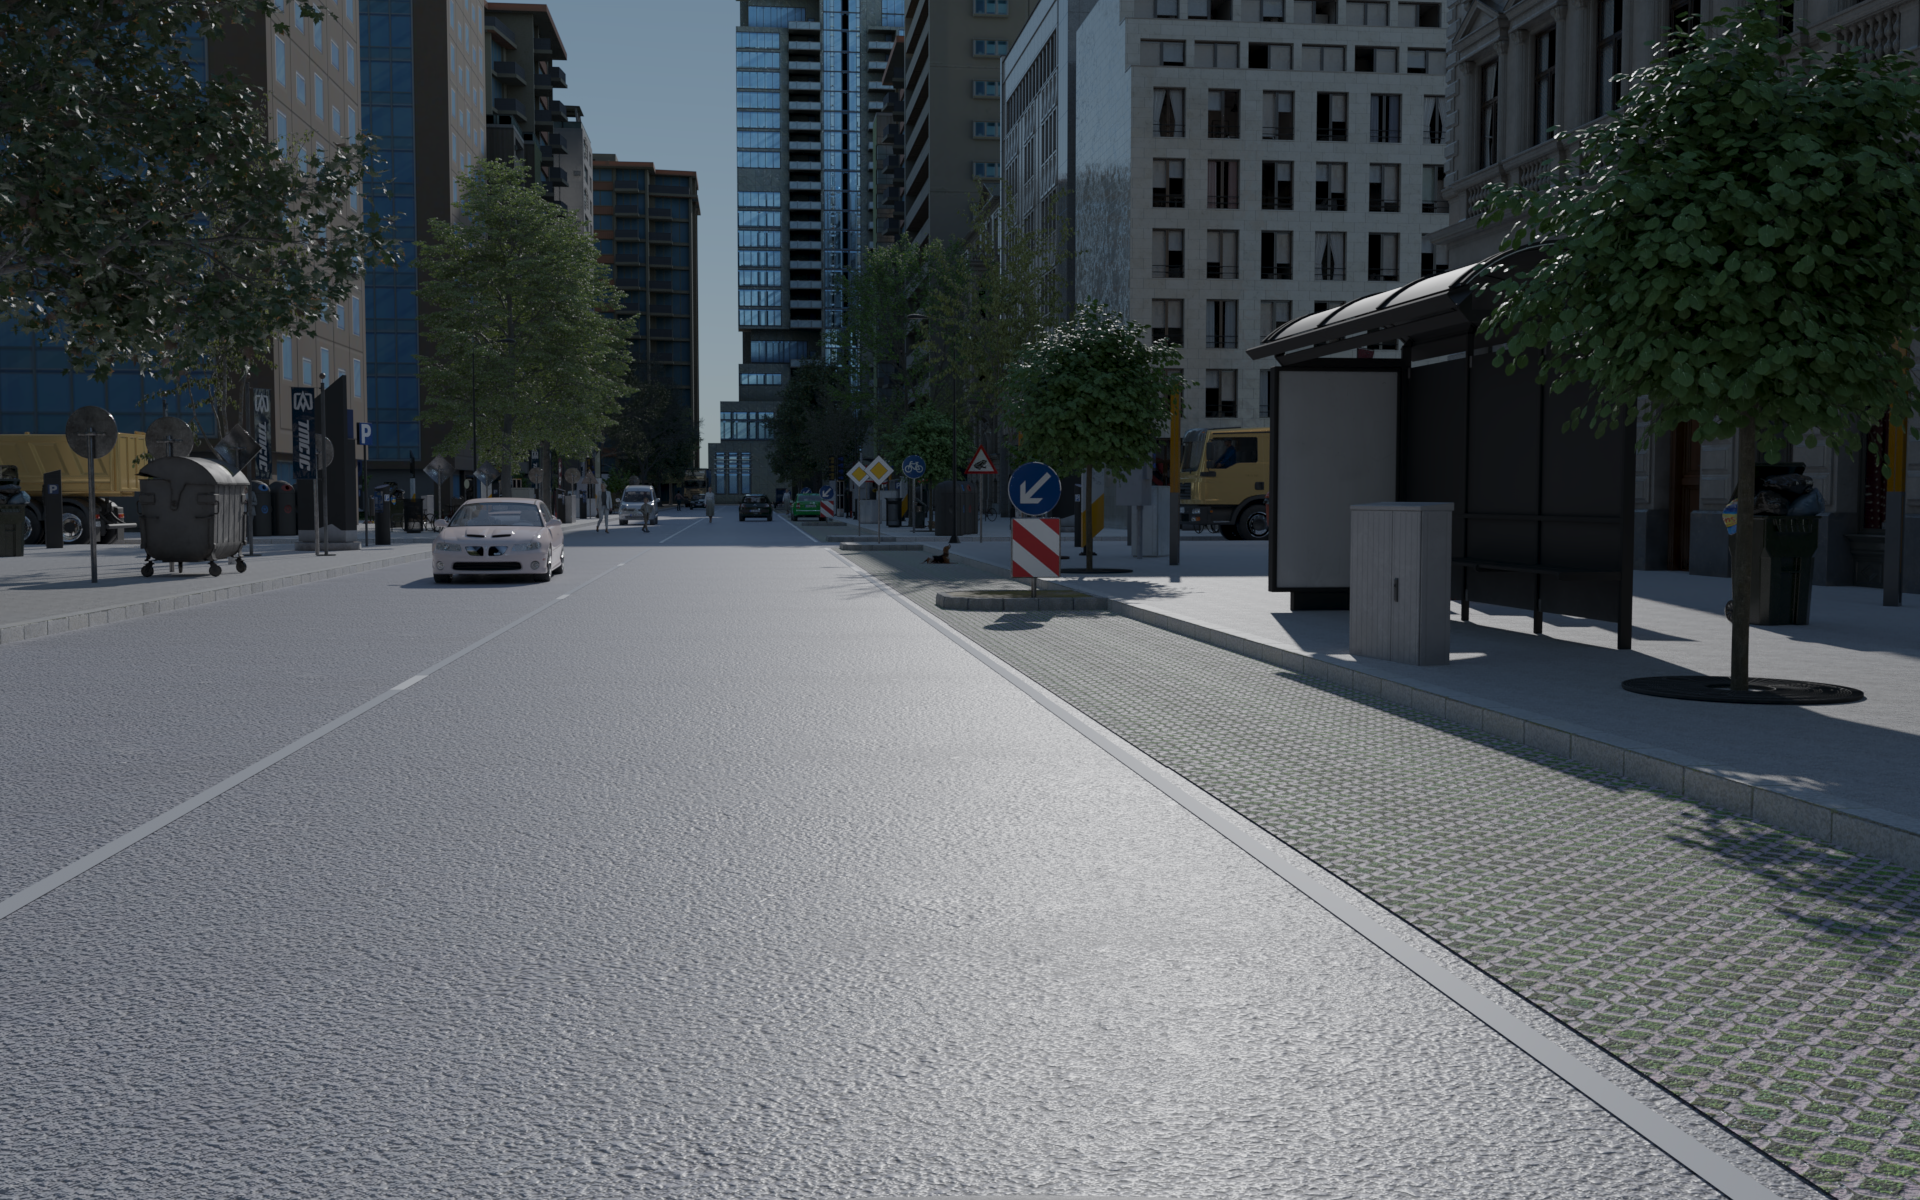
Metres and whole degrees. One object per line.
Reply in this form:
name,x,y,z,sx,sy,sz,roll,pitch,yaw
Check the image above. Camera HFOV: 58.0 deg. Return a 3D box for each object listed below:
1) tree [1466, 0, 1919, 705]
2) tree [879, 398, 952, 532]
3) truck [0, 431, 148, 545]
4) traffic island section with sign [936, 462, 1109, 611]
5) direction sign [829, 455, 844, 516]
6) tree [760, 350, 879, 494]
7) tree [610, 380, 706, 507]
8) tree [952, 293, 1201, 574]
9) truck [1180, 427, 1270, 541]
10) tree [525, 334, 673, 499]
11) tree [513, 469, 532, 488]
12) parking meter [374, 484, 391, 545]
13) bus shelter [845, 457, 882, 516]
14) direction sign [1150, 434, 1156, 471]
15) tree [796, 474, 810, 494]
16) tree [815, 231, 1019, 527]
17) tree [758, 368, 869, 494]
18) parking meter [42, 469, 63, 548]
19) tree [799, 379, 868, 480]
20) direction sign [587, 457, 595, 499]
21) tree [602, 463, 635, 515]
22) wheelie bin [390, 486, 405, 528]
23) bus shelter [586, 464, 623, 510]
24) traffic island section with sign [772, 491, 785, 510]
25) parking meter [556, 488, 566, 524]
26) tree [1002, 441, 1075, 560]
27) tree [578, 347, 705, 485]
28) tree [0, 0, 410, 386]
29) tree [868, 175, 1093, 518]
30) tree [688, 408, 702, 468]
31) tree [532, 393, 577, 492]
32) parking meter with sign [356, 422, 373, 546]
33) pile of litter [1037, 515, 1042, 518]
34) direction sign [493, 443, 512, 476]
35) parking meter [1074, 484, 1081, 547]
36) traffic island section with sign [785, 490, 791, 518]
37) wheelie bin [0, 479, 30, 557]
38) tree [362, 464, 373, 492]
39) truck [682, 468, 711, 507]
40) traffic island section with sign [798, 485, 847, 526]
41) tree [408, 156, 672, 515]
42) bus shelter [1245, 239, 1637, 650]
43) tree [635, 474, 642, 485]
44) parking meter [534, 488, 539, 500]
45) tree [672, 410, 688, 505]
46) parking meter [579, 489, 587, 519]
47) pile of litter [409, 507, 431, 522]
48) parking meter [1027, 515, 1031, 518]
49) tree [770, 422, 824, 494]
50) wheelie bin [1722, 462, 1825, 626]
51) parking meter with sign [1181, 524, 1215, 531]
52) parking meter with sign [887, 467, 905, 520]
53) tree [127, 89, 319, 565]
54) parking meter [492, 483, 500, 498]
tree,5.097,-1.670,11.022,4.285,4.588,4.351,0,3,0
tree,-0.942,-4.610,59.090,4.285,4.588,4.351,0,3,0
truck,-26.923,-3.042,45.668,9.791,3.379,3.469,0,4,-8
traffic island section with sign,0.723,-0.822,22.060,1.989,1.847,2.006,0,4,-7
direction sign,-7.245,-6.689,101.367,0.876,3.537,0.379,0,4,-2
tree,-11.313,-13.533,138.279,9.611,12.733,9.660,0,3,0
tree,-30.413,-15.719,174.010,9.611,12.733,9.660,0,3,0
tree,2.220,-2.735,28.432,4.285,4.588,4.351,0,3,0
truck,10.494,-3.354,50.758,9.791,3.379,3.469,0,4,-6
tree,-21.049,-10.113,99.755,8.767,10.594,7.601,-3,5,-39
tree,-29.327,-7.342,114.646,1.663,3.219,1.824,0,3,0
parking meter,-14.568,-2.157,43.679,0.372,1.533,0.369,0,3,0
bus shelter,-5.404,-6.397,98.516,2.014,3.302,5.546,0,4,-7
direction sign,6.358,-4.016,57.664,0.379,3.537,0.876,2,4,25
tree,-18.744,-15.499,203.765,4.737,8.622,4.395,0,3,0
tree,-1.719,-8.666,67.448,9.928,11.665,9.643,0,3,0
tree,-13.641,-15.339,161.157,12.009,13.543,11.850,0,3,0
parking meter,-21.464,-2.156,40.958,0.399,1.863,0.255,-2,4,-34
tree,-8.253,-10.080,115.165,4.360,8.622,3.978,0,3,0
direction sign,-22.703,-7.006,106.551,0.379,3.537,0.876,1,4,19
tree,-21.878,-6.990,108.894,1.663,3.219,1.824,0,3,0
wheelie bin,-21.541,-3.560,66.118,0.693,1.594,0.980,-2,4,-27
bus shelter,-24.177,-7.583,117.901,2.014,3.302,5.546,0,4,-7
traffic island section with sign,-18.725,-10.517,180.577,1.989,1.847,2.006,0,4,-7
parking meter,-17.289,-4.075,75.042,0.372,1.533,0.369,0,3,0
tree,1.547,-2.428,34.298,1.663,3.219,1.824,0,3,0
tree,-26.200,-14.232,143.071,12.009,13.543,11.850,0,3,0
tree,-11.319,-6.197,18.328,9.611,12.733,9.660,0,3,0
tree,1.193,-5.454,39.531,4.737,8.622,4.395,0,3,0
tree,-33.918,-17.372,202.164,7.486,12.596,7.792,0,3,0
tree,-28.189,-10.378,120.050,4.737,8.622,4.395,0,3,0
parking meter with sign,-15.323,-2.829,42.509,1.738,3.016,0.543,1,4,14
pile of litter,2.960,-3.453,70.420,1.176,0.858,1.719,-1,4,-19
direction sign,-20.210,-5.173,76.575,0.379,3.537,0.876,3,5,43
parking meter,2.958,-2.051,41.949,0.372,1.533,0.369,0,3,0
traffic island section with sign,-9.423,-5.878,104.733,1.989,1.847,2.006,0,4,-7
wheelie bin,-19.529,-1.685,35.461,0.693,1.594,0.980,3,5,41
tree,-32.084,-5.989,92.514,1.663,3.219,1.824,0,3,0
truck,-28.699,-12.258,189.337,2.839,4.237,11.283,0,4,-5
traffic island section with sign,-6.136,-4.242,77.977,1.989,1.847,2.006,0,4,-7
tree,-15.125,-8.604,58.798,7.486,12.596,7.792,0,3,0
bus shelter,4.484,-1.384,16.546,2.014,3.302,5.546,0,4,-7
tree,-24.692,-8.203,128.728,1.663,3.219,1.824,0,3,0
parking meter,-19.254,-4.285,78.478,0.372,1.533,0.369,0,3,0
tree,-16.471,-9.316,70.442,7.486,12.596,7.792,0,3,0
parking meter,-19.462,-4.956,89.439,0.372,1.533,0.369,0,3,0
pile of litter,-24.937,-3.989,79.186,1.719,0.858,1.176,0,4,-2
parking meter,2.409,-3.217,58.313,0.255,1.863,0.399,1,4,12
tree,-17.496,-16.860,193.794,7.486,12.596,7.792,0,3,0
wheelie bin,8.053,-0.561,17.081,0.980,1.594,0.693,-1,4,-11
parking meter with sign,8.103,-3.941,60.696,1.738,3.016,0.543,0,4,1
parking meter with sign,-3.260,-5.552,87.032,0.543,3.016,1.738,-2,4,-28
tree,-13.457,-4.962,31.483,4.360,8.622,3.978,0,3,0
parking meter,-23.721,-5.060,88.445,0.399,1.863,0.255,-1,4,-11
